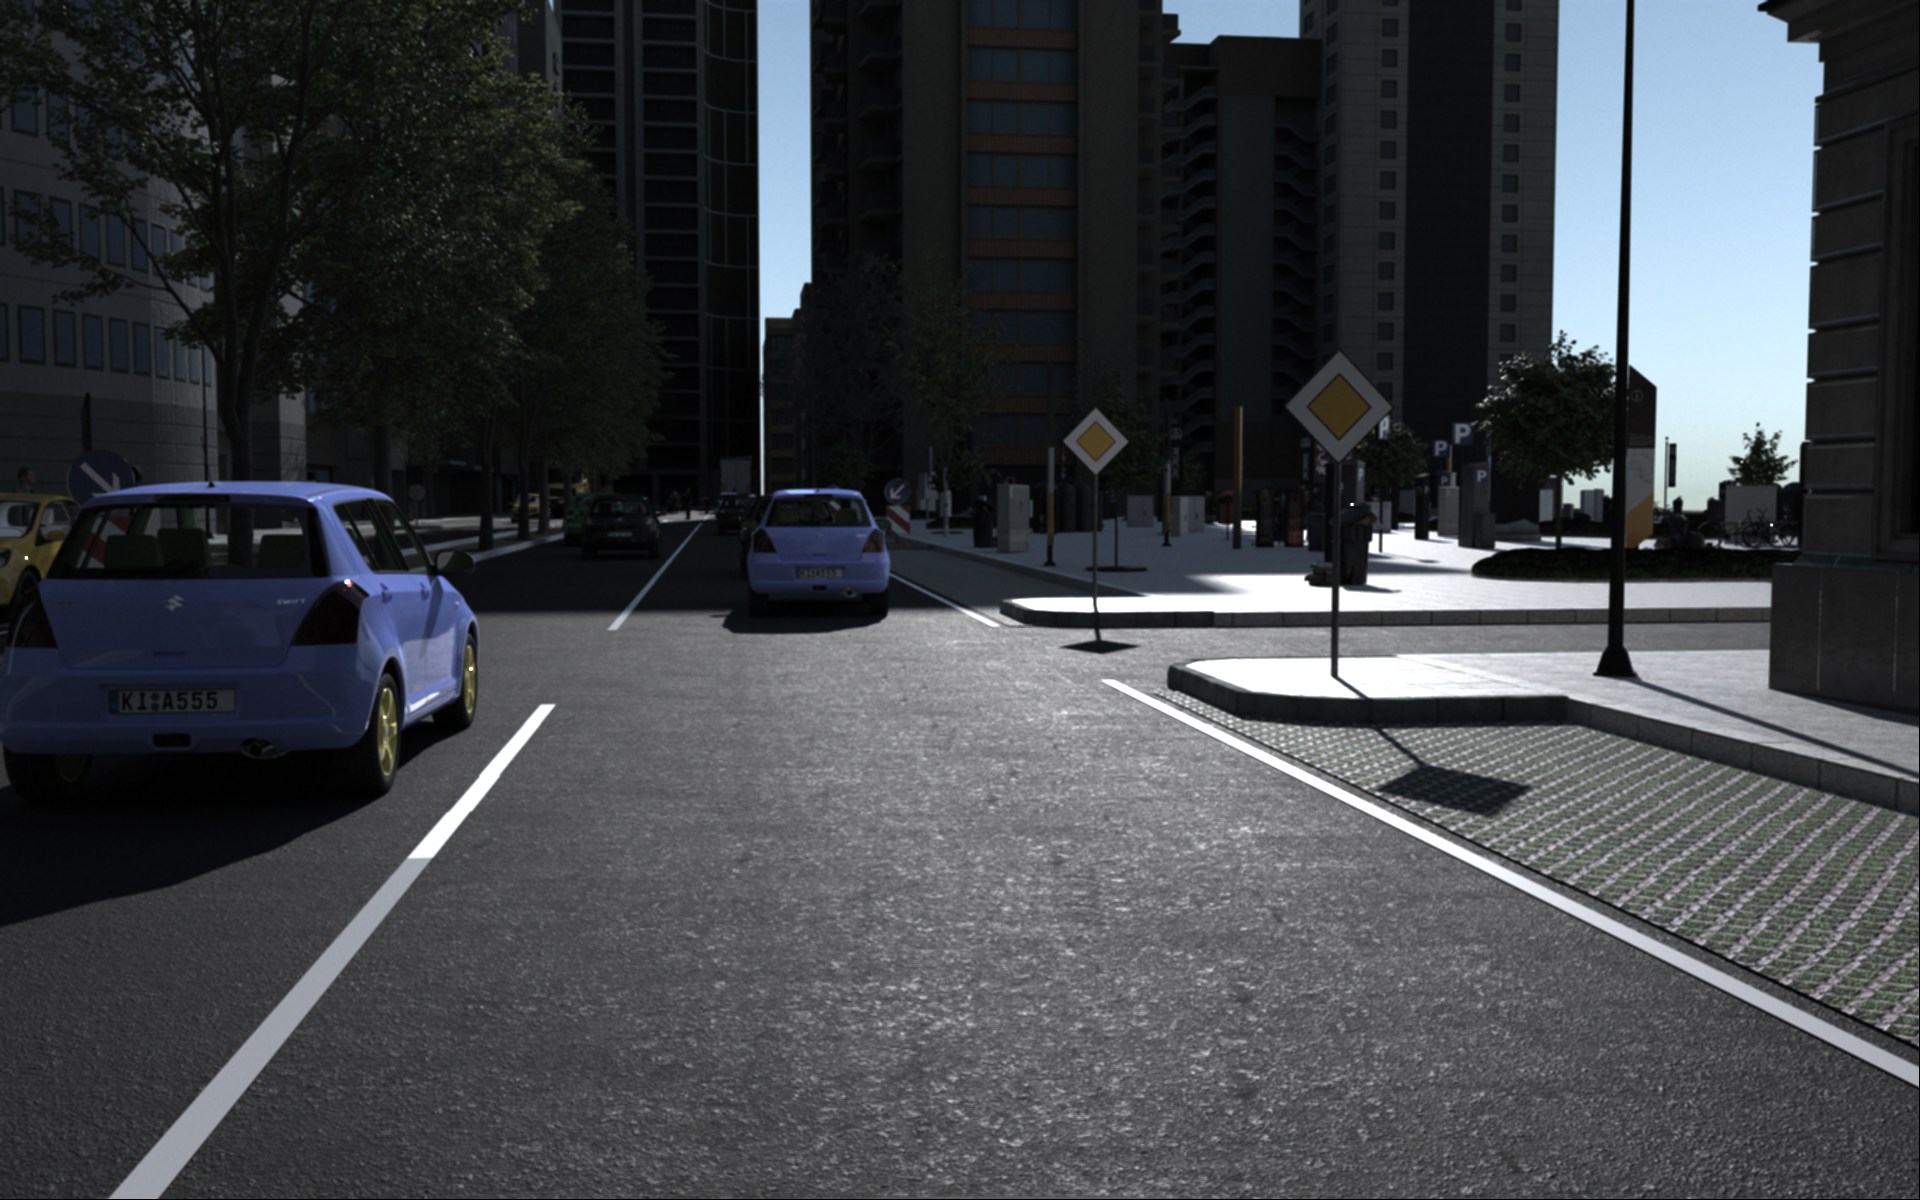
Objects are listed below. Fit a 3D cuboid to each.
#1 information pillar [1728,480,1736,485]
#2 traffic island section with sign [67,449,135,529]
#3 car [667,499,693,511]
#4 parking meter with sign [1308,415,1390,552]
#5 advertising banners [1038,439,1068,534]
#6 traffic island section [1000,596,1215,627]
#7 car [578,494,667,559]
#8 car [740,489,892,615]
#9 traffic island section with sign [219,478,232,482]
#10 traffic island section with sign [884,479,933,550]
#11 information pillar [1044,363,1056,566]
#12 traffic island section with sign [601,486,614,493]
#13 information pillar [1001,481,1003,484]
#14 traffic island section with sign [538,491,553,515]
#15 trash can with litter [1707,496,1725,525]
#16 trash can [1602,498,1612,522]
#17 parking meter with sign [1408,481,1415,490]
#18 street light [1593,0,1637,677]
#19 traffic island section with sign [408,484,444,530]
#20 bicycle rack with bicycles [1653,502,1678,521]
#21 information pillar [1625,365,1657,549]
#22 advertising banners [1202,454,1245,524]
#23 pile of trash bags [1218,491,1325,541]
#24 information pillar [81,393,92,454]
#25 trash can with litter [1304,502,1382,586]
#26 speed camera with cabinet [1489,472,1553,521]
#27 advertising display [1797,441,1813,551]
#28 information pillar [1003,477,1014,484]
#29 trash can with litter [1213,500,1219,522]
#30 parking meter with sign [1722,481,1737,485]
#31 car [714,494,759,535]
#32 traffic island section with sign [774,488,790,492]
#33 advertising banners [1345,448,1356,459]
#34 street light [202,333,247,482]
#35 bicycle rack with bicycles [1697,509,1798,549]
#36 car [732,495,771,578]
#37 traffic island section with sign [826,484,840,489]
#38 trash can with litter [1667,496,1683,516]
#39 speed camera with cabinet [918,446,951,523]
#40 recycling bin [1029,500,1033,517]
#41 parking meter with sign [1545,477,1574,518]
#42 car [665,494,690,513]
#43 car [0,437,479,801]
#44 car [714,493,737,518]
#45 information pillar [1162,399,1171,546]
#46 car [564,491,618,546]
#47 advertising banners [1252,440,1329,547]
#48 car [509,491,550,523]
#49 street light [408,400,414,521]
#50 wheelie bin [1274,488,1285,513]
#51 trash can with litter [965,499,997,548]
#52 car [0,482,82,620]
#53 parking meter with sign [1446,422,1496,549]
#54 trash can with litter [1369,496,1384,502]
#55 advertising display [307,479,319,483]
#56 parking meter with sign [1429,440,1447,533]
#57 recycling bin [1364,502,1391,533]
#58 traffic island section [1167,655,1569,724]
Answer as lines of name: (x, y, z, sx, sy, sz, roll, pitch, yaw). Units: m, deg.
information pillar: (40.505, -5.287, 90.937, 0.304, 2.012, 0.304, 0, 4, -8)
traffic island section with sign: (-8.865, -0.626, 18.368, 2.006, 1.907, 1.989, 0, 4, -8)
car: (-23.046, -7.970, 142.113, 2.131, 1.459, 4.920, 0, 4, -6)
parking meter with sign: (8.602, -2.584, 38.508, 1.738, 3.016, 0.543, 3, 4, 38)
advertising banners: (2.986, -3.630, 55.541, 0.090, 3.025, 2.074, -1, 4, -23)
traffic island section: (1.584, 0.132, 20.117, 2.009, 0.180, 2.903, 0, 4, -8)
car: (-7.715, -1.821, 39.561, 2.009, 1.686, 4.222, -1, 4, -9)
car: (-1.809, -0.749, 21.841, 1.945, 1.707, 3.694, 0, 4, -6)
traffic island section with sign: (-18.374, -2.118, 43.261, 1.989, 1.847, 2.006, 0, 4, -8)
traffic island section with sign: (-1.805, -2.230, 45.096, 1.989, 1.847, 2.006, 0, 4, -8)
information pillar: (1.609, -2.411, 30.778, 0.183, 3.616, 0.504, 0, 4, -2)
traffic island section with sign: (-18.942, -5.180, 92.830, 2.006, 1.907, 1.989, 0, 4, -8)
information pillar: (2.467, -5.512, 94.619, 0.304, 2.012, 0.304, -3, 5, -42)
traffic island section with sign: (-28.576, -6.735, 118.742, 1.989, 1.847, 2.006, 0, 4, -8)
trash can with litter: (23.770, -2.716, 55.458, 2.233, 1.210, 1.678, 1, 4, 17)
trash can: (26.169, -3.548, 69.658, 0.748, 1.137, 0.748, 0, 3, 0)
parking meter with sign: (24.617, -5.915, 92.972, 0.543, 3.016, 1.738, -2, 4, -26)
street light: (4.115, -2.417, 12.058, 1.470, 5.913, 1.316, 0, 4, -8)
traffic island section with sign: (-21.978, -3.752, 69.976, 1.989, 1.847, 2.006, 0, 4, -8)
bicycle rack with bicycles: (33.060, -4.287, 83.479, 2.925, 0.926, 2.852, 1, 4, 13)
information pillar: (12.342, -2.452, 31.446, 0.504, 3.616, 0.183, 1, 4, 12)
advertising banners: (11.383, -4.809, 74.816, 2.074, 3.025, 0.090, -1, 4, -20)
pile of trash bags: (8.861, -2.340, 48.016, 3.447, 1.369, 1.912, 1, 4, 16)
information pillar: (-20.242, -2.987, 40.198, 0.183, 3.616, 0.504, -3, 5, -40)
trash can with litter: (5.390, -0.796, 24.402, 1.055, 1.170, 0.624, -3, 4, -37)
speed camera with cabinet: (18.491, -3.843, 57.175, 2.038, 3.252, 0.660, 0, 4, -5)
advertising display: (10.698, -0.997, 21.514, 0.974, 1.923, 0.123, -3, 5, -39)
information pillar: (2.162, -4.317, 75.078, 0.304, 2.012, 0.304, -1, 4, -12)
trash can with litter: (11.602, -4.096, 78.362, 1.055, 1.170, 0.624, 3, 5, 43)
parking meter with sign: (43.500, -6.220, 97.963, 1.738, 3.016, 0.543, 0, 4, 1)
car: (-7.761, -3.175, 61.706, 2.009, 1.686, 4.222, 0, 4, -7)
traffic island section with sign: (-15.726, -8.532, 148.121, 1.989, 1.847, 2.006, 0, 4, -8)
advertising banners: (13.286, -4.068, 62.694, 2.074, 3.025, 0.090, 0, 4, 5)
street light: (-21.125, -4.724, 49.773, 1.470, 5.913, 1.316, 0, 4, -8)
bicycle rack with bicycles: (19.373, -1.704, 41.241, 2.925, 0.926, 2.852, 3, 4, 37)
car: (-3.037, -1.292, 30.909, 2.009, 1.686, 4.222, -1, 4, -9)
traffic island section with sign: (-5.411, -3.864, 71.809, 1.989, 1.847, 2.006, 0, 4, -8)
trash can with litter: (41.709, -5.497, 101.266, 1.055, 1.170, 0.624, 1, 4, 20)
speed camera with cabinet: (-0.748, -4.781, 72.511, 2.038, 3.252, 0.660, -2, 4, -33)
recycling bin: (2.986, -3.867, 75.784, 0.722, 1.027, 0.722, 2, 4, 35)
parking meter with sign: (26.234, -4.908, 76.507, 1.738, 3.016, 0.543, 3, 5, 43)
car: (-21.275, -7.410, 130.946, 2.009, 1.686, 4.222, -1, 4, -9)
car: (-3.704, 0.009, 9.446, 1.945, 1.707, 3.694, 0, 4, -7)
car: (-14.235, -5.951, 106.886, 1.945, 1.707, 3.694, 0, 4, -6)
information pillar: (5.093, -3.128, 42.492, 0.183, 3.616, 0.504, 0, 4, -2)
car: (-10.203, -2.472, 49.207, 1.959, 1.807, 4.718, 0, 4, -7)
advertising banners: (8.053, -2.791, 41.817, 2.074, 3.025, 0.090, -1, 4, -13)
car: (-21.537, -4.686, 86.841, 2.015, 1.641, 3.980, -1, 4, -9)
street light: (-25.416, -6.677, 81.704, 1.470, 5.913, 1.316, 0, 4, -8)
wheelie bin: (16.746, -5.053, 90.519, 0.693, 1.594, 0.980, -2, 4, -35)
trash can with litter: (0.682, -1.853, 41.683, 0.624, 1.170, 1.055, 3, 5, 44)
car: (-11.466, -0.637, 20.635, 2.015, 1.641, 3.980, 0, 4, -6)
parking meter with sign: (12.314, -2.762, 41.415, 0.543, 3.016, 1.738, 0, 4, -7)
trash can with litter: (13.870, -2.961, 59.466, 2.233, 1.210, 1.678, 0, 4, -4)
advertising display: (-28.224, -4.292, 75.394, 0.974, 1.923, 0.123, 2, 4, 34)
parking meter with sign: (15.887, -3.679, 56.417, 0.543, 3.016, 1.738, 2, 4, 31)
recycling bin: (13.991, -2.783, 58.053, 0.722, 1.027, 0.722, 0, 4, -5)
traffic island section: (2.654, 0.616, 12.204, 2.009, 0.180, 2.903, 0, 4, -8)
